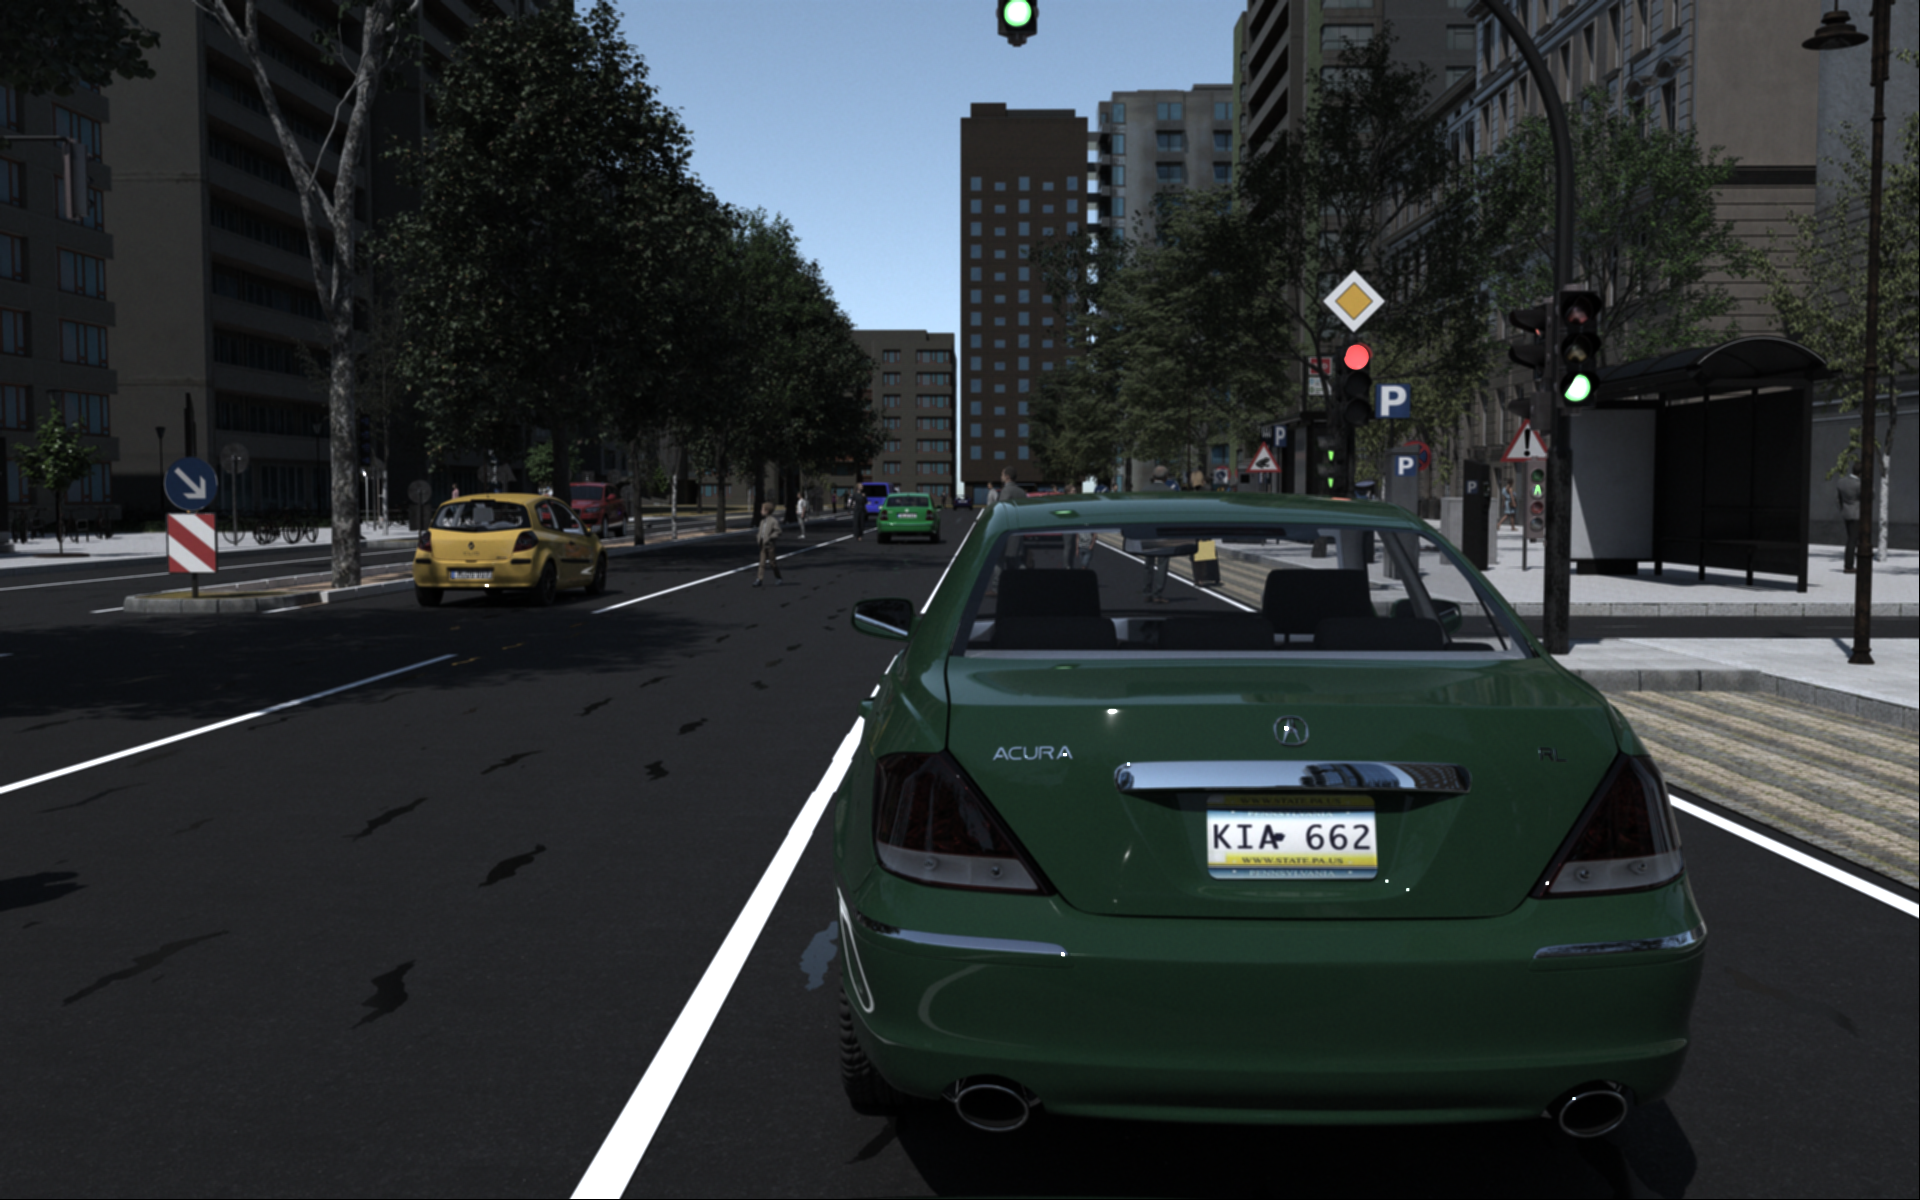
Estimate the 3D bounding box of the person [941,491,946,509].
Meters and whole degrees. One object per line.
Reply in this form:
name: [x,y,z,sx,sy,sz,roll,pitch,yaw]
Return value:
person: [-1.588,-9.621,166.604,0.445,1.727,0.742,1,4,22]

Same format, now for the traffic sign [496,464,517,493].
traffic sign: [-18.435,-4.304,70.366,0.884,2.594,0.081,1,4,9]

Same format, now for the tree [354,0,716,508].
tree: [-8.972,-7.295,38.738,9.611,12.733,9.660,0,3,0]

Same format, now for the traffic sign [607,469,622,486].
traffic sign: [-17.518,-5.360,87.742,0.768,2.556,0.104,0,4,8]

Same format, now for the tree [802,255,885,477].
tree: [-8.331,-9.307,71.628,9.611,12.733,9.660,0,3,0]

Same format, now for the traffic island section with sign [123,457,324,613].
traffic island section with sign: [-9.397,-0.839,21.848,2.006,1.907,1.989,0,4,1]

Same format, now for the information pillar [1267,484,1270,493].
information pillar: [10.383,-3.340,59.097,0.304,2.012,0.304,0,4,-1]

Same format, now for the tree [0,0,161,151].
tree: [-9.269,-6.179,10.141,9.857,13.997,8.962,0,3,0]

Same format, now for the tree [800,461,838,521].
tree: [-7.950,-8.369,89.653,4.737,8.622,4.395,0,3,0]

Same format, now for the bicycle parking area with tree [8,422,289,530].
bicycle parking area with tree: [-34.406,-5.173,71.583,9.016,4.147,8.231,1,4,15]

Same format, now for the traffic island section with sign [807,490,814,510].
traffic island section with sign: [-13.011,-8.722,151.232,1.989,1.847,2.006,0,4,1]

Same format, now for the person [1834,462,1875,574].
person: [14.446,-1.330,27.974,0.473,1.802,0.592,0,4,4]

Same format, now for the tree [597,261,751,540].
tree: [-8.925,-6.192,54.058,4.360,8.622,3.978,0,3,0]

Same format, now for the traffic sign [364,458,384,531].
traffic sign: [-20.500,-3.700,60.607,0.768,2.556,0.104,0,4,5]

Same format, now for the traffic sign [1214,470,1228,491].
traffic sign: [10.795,-4.259,71.757,0.606,2.300,0.079,0,4,6]

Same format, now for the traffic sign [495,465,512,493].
traffic sign: [-19.985,-4.634,75.877,0.768,2.556,0.104,0,4,6]

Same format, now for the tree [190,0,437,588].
tree: [-10.527,-10.290,26.596,12.611,20.169,13.585,0,3,0]

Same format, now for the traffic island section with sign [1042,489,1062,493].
traffic island section with sign: [6.815,-7.052,123.926,1.989,1.847,2.006,0,4,1]

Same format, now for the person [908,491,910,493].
person: [-4.837,-9.497,164.710,0.436,1.711,0.756,2,4,26]

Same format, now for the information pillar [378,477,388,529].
information pillar: [-21.441,-3.661,64.352,0.304,2.012,0.304,0,4,-8]

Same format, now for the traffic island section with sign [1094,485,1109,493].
traffic island section with sign: [5.907,-4.005,74.106,1.989,1.847,2.006,0,4,1]

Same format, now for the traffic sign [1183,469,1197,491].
traffic sign: [9.228,-4.120,69.493,0.606,2.300,0.079,1,4,11]

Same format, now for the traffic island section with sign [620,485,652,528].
traffic island section with sign: [-14.404,-4.047,74.803,1.989,1.847,2.006,0,4,1]

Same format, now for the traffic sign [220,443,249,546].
traffic sign: [-18.030,-2.626,43.038,0.768,2.556,0.104,0,4,6]

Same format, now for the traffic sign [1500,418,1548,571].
traffic sign: [9.412,-1.762,28.810,0.884,2.594,0.081,0,4,4]

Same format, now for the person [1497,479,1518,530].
person: [19.181,-3.326,60.523,0.778,1.811,0.616,0,4,-7]

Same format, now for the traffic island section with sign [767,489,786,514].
traffic island section with sign: [-13.497,-7.062,124.087,1.989,1.847,2.006,0,4,1]

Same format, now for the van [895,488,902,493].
van: [-4.624,-6.742,117.242,2.013,2.044,4.112,0,4,1]

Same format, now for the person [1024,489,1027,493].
person: [3.955,-5.714,102.636,0.721,1.735,1.217,2,4,31]

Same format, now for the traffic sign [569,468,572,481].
traffic sign: [-17.897,-4.779,78.248,0.768,2.556,0.104,0,4,6]

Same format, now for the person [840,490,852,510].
person: [-10.100,-8.896,153.979,1.348,1.821,0.705,1,4,21]

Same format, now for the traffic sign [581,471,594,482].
traffic sign: [-16.684,-4.617,77.621,0.606,2.300,0.079,1,4,9]

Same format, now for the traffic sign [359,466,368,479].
traffic sign: [-21.587,-3.871,63.021,0.795,2.593,0.064,0,4,2]

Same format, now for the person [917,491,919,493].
person: [-3.839,-9.260,160.616,1.217,1.735,0.721,1,4,14]

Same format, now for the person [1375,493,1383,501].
person: [8.042,-1.552,34.014,0.523,1.515,0.503,-1,4,-18]

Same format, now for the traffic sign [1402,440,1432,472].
traffic sign: [10.759,-2.502,41.012,0.768,2.556,0.104,0,4,6]

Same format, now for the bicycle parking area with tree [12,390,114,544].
bicycle parking area with tree: [-27.325,-3.653,46.728,8.231,4.147,9.016,0,4,-5]

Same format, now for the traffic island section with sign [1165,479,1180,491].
traffic island section with sign: [5.404,-2.319,46.537,1.989,1.847,2.006,0,4,1]

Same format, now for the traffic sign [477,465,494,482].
traffic sign: [-20.820,-4.644,76.033,0.768,2.556,0.104,0,4,6]

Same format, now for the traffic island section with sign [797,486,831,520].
traffic island section with sign: [-8.033,-5.434,96.974,2.006,1.907,1.989,0,4,1]

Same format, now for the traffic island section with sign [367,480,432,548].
traffic island section with sign: [-14.907,-2.368,47.349,1.989,1.847,2.006,0,4,1]

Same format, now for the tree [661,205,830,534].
tree: [-8.458,-8.153,61.507,9.928,11.665,9.643,0,3,0]

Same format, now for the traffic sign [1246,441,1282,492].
traffic sign: [7.487,-2.614,42.747,0.884,2.594,0.081,1,4,10]

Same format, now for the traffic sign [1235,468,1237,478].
traffic sign: [11.900,-4.437,72.652,0.768,2.556,0.104,0,4,4]

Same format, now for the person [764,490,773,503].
person: [-13.277,-6.629,117.678,1.217,1.735,0.721,-3,4,-38]

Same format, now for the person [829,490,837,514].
person: [-9.162,-7.101,125.281,0.721,1.739,1.217,-2,4,-30]

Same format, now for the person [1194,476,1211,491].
person: [7.581,-2.963,54.291,0.655,1.846,0.447,1,4,9]

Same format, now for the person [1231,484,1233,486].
person: [14.716,-5.310,93.086,0.699,1.804,1.509,1,4,15]

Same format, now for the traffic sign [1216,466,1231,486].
traffic sign: [11.877,-4.792,78.453,0.768,2.556,0.104,0,4,5]

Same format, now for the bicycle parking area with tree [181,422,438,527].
bicycle parking area with tree: [-25.475,-5.174,71.596,9.016,4.147,8.231,1,4,12]

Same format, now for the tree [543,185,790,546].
tree: [-8.754,-6.766,47.490,8.767,10.594,7.601,0,4,1]

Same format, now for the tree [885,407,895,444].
tree: [-7.957,-9.899,81.316,9.611,12.733,9.660,0,3,0]

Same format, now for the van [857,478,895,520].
van: [-4.524,-5.531,94.823,2.240,2.365,5.245,0,4,2]

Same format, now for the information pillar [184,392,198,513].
information pillar: [-17.760,-2.977,40.030,0.183,3.616,0.504,-1,4,-14]
